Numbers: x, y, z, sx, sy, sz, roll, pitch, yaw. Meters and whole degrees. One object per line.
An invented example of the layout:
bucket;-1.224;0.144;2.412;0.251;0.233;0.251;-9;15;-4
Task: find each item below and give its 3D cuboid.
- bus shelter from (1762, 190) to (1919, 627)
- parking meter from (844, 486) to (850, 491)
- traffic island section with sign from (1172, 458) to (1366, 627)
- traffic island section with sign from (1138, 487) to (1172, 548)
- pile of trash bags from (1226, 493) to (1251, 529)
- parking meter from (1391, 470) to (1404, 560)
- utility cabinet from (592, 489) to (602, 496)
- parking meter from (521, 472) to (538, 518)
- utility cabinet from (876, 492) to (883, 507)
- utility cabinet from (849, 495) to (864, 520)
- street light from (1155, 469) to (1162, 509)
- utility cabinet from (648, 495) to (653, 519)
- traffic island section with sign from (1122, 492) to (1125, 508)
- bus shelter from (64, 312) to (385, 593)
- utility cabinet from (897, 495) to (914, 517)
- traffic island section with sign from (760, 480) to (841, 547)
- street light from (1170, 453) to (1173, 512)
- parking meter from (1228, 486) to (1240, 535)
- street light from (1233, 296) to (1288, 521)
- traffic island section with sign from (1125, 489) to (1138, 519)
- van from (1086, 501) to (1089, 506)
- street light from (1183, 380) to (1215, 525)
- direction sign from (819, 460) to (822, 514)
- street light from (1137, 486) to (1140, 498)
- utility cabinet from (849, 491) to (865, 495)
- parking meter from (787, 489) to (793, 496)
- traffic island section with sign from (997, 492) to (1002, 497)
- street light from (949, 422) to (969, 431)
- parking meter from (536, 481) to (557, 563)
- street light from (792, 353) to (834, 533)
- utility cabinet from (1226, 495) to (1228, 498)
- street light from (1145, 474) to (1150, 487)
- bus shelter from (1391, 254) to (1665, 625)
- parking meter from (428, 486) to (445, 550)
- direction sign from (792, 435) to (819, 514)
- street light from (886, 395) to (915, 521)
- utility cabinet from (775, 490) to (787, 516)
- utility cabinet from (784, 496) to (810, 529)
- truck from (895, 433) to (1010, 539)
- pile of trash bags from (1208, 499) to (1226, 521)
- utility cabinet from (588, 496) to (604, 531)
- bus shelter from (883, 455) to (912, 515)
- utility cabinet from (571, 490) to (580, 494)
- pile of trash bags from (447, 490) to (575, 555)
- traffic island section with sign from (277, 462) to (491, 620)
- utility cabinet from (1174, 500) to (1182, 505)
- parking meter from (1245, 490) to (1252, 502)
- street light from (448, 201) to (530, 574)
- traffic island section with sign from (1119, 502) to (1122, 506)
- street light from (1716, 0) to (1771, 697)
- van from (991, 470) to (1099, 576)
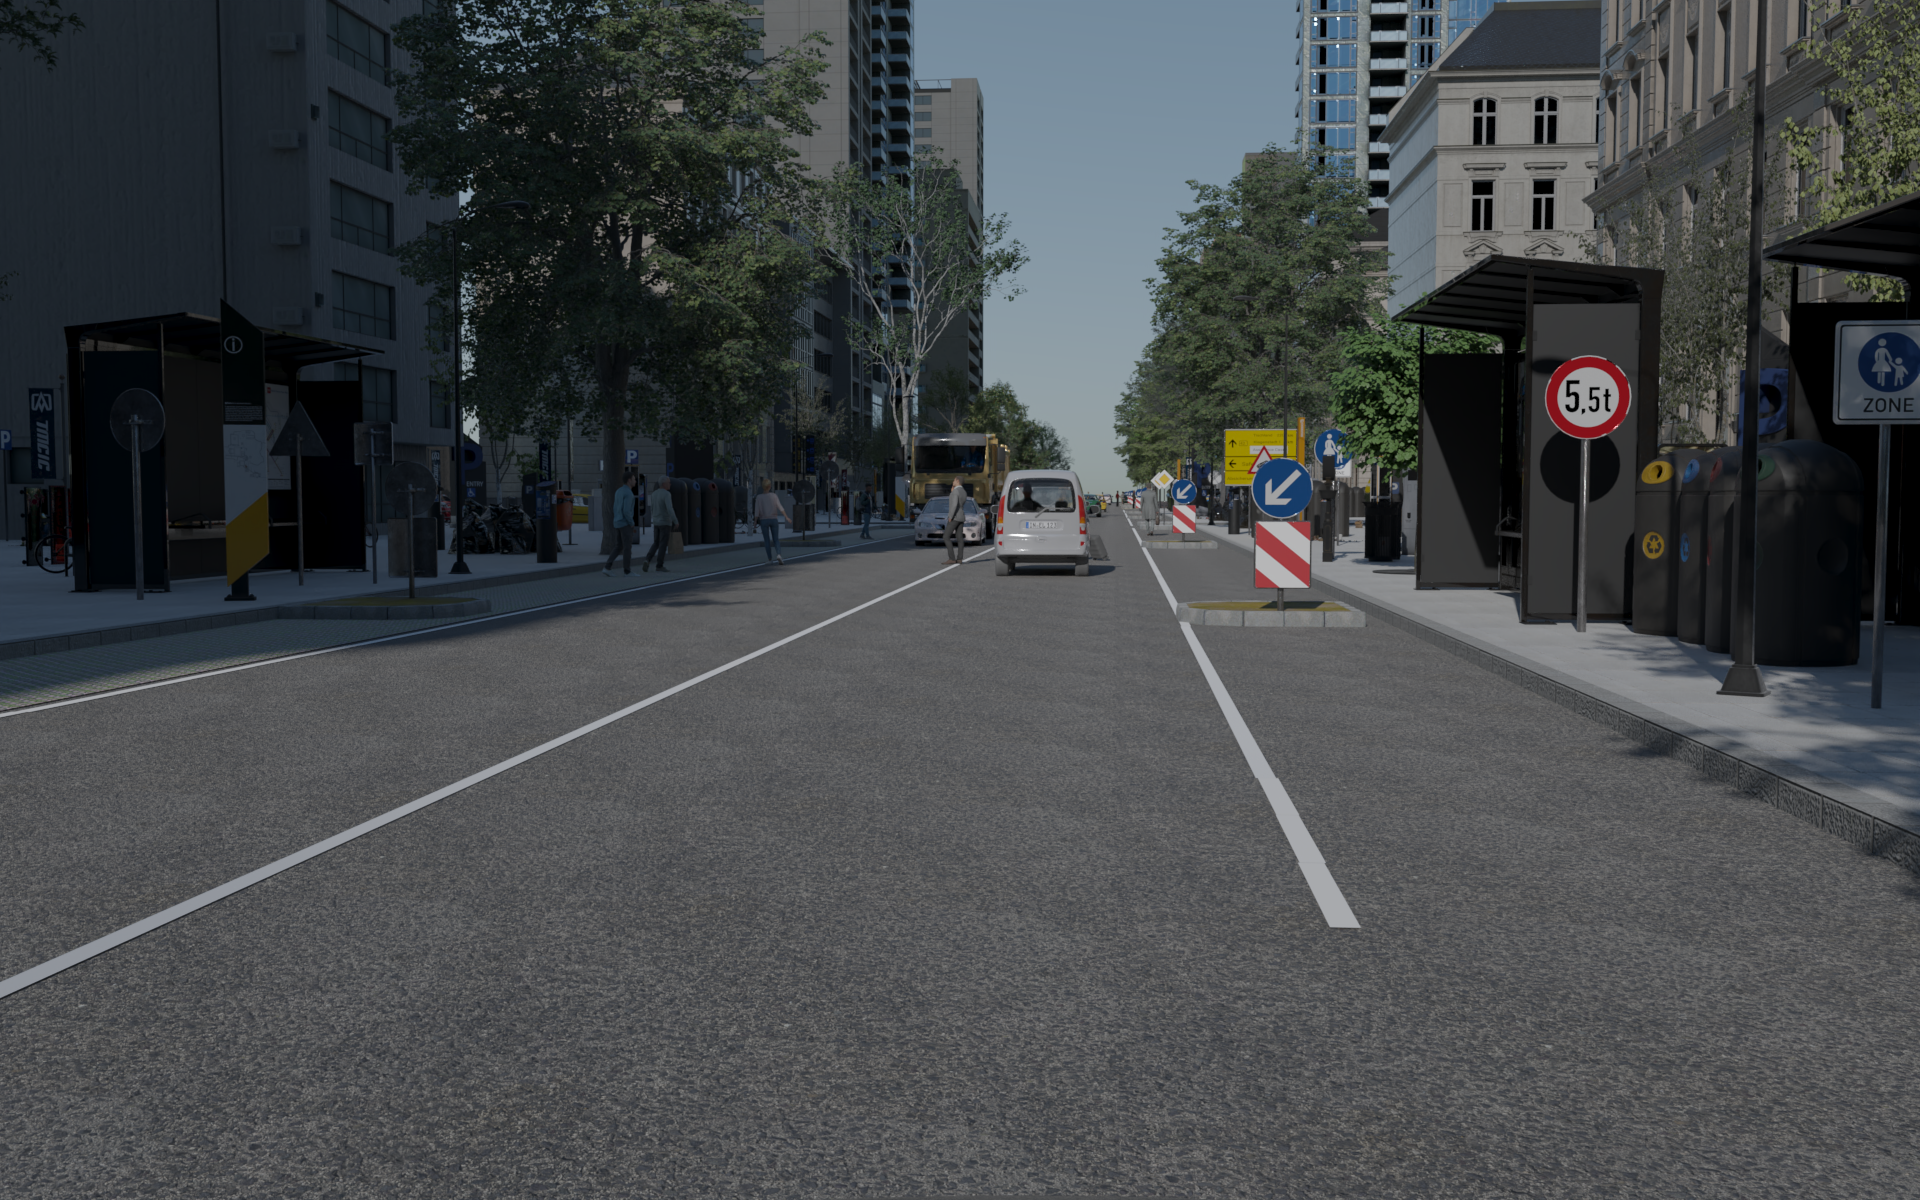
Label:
bus shelter;8.315;-1.383;13.890;1.731;3.624;6.357;0;4;5
parking meter;-7.713;-6.864;117.937;0.255;1.863;0.399;-3;4;-37
traffic island section with sign;3.477;-0.676;19.679;1.989;1.847;2.006;0;4;5
traffic island section with sign;5.878;-2.318;46.527;1.989;1.847;2.006;0;4;5
pile of trash bags;11.950;-3.341;64.375;3.447;1.369;1.912;2;4;29
parking meter;8.457;-1.726;33.930;0.399;1.863;0.255;0;4;-4
utility cabinet;-15.083;-3.985;73.830;1.173;1.500;0.318;-2;4;-31
parking meter;-11.386;-2.456;45.872;0.399;1.863;0.255;0;4;0
utility cabinet;-7.008;-8.798;152.530;0.318;1.500;1.173;2;4;28
utility cabinet;-4.976;-4.541;85.402;1.020;1.237;0.306;0;4;5
street light;14.574;-9.232;123.485;1.470;5.913;1.316;0;4;5
utility cabinet;-16.284;-4.874;90.850;1.020;1.237;0.306;3;5;39
traffic island section with sign;13.157;-7.289;127.797;1.989;1.847;2.006;0;4;5
bus shelter;-10.555;-2.094;25.518;1.731;3.624;6.357;0;4;5
utility cabinet;-3.009;-5.230;96.677;1.020;1.237;0.306;-1;4;-10
traffic island section with sign;-4.305;-2.372;47.403;1.989;1.847;2.006;0;4;5
street light;11.879;-7.420;93.863;1.470;5.913;1.316;0;4;5
parking meter;8.701;-2.847;54.963;0.372;1.533;0.369;0;3;0
street light;7.094;-4.167;40.665;1.470;5.913;1.316;0;4;5
traffic island section with sign;10.747;-5.645;100.926;1.989;1.847;2.006;0;4;5
van;2.759;-2.666;50.604;2.013;2.044;4.112;0;4;6
street light;9.770;-6.013;70.857;1.470;5.913;1.316;0;4;5
direction sign;-9.432;-7.476;114.232;0.876;3.537;0.379;2;4;32
street light;24.090;-15.742;229.918;1.470;5.913;1.316;0;4;5
utility cabinet;-6.350;-6.066;107.861;1.173;1.500;0.318;-1;4;-11
parking meter;-8.271;-4.669;84.742;0.372;1.533;0.369;0;3;0
traffic island section with sign;3.048;-7.393;129.495;1.989;1.847;2.006;0;4;5
street light;-0.111;-8.478;111.163;1.470;5.913;1.316;0;4;5
parking meter;-7.706;-1.460;32.280;0.372;1.533;0.369;0;3;0
street light;-4.863;-5.182;57.263;1.470;5.913;1.316;0;4;5
utility cabinet;17.877;-6.391;115.647;1.020;1.237;0.306;3;5;39
street light;17.248;-11.077;153.648;1.470;5.913;1.316;0;4;5
bus shelter;6.322;-1.757;20.005;1.731;3.624;6.357;0;4;5
parking meter;-12.001;-1.912;39.675;0.372;1.533;0.369;0;3;0
direction sign;-6.031;-4.576;66.812;0.876;3.537;0.379;0;4;6
street light;-2.808;-6.667;81.542;1.470;5.913;1.316;0;4;5
utility cabinet;-10.291;-5.703;101.921;1.173;1.500;0.318;0;4;-7
utility cabinet;-6.003;-3.234;64.041;1.020;1.237;0.306;2;4;33
truck;0.053;-3.774;57.626;3.469;3.379;9.791;0;4;6
pile of trash bags;13.728;-4.470;82.829;3.447;1.369;1.912;-1;4;-16
utility cabinet;-12.486;-3.007;60.332;0.306;1.237;1.020;2;4;35
bus shelter;-3.535;-7.116;107.626;1.731;3.624;6.357;0;4;5
utility cabinet;-19.405;-4.794;87.058;0.318;1.500;1.173;-2;4;-30
pile of trash bags;-9.614;-1.742;38.236;1.912;1.369;3.447;1;4;21
traffic island section with sign;-6.707;-0.729;20.554;1.989;1.847;2.006;0;4;5
utility cabinet;12.469;-5.351;98.648;0.306;1.237;1.020;1;4;21
parking meter;15.080;-5.014;90.393;0.372;1.533;0.369;0;3;0
street light;-7.503;-3.370;27.636;1.470;5.913;1.316;0;4;5
traffic island section with sign;17.710;-10.405;178.747;1.989;1.847;2.006;0;4;5
street light;4.488;-2.351;10.984;1.470;5.913;1.316;0;4;5
van;1.532;-1.499;31.521;2.013;2.044;4.112;0;4;4
